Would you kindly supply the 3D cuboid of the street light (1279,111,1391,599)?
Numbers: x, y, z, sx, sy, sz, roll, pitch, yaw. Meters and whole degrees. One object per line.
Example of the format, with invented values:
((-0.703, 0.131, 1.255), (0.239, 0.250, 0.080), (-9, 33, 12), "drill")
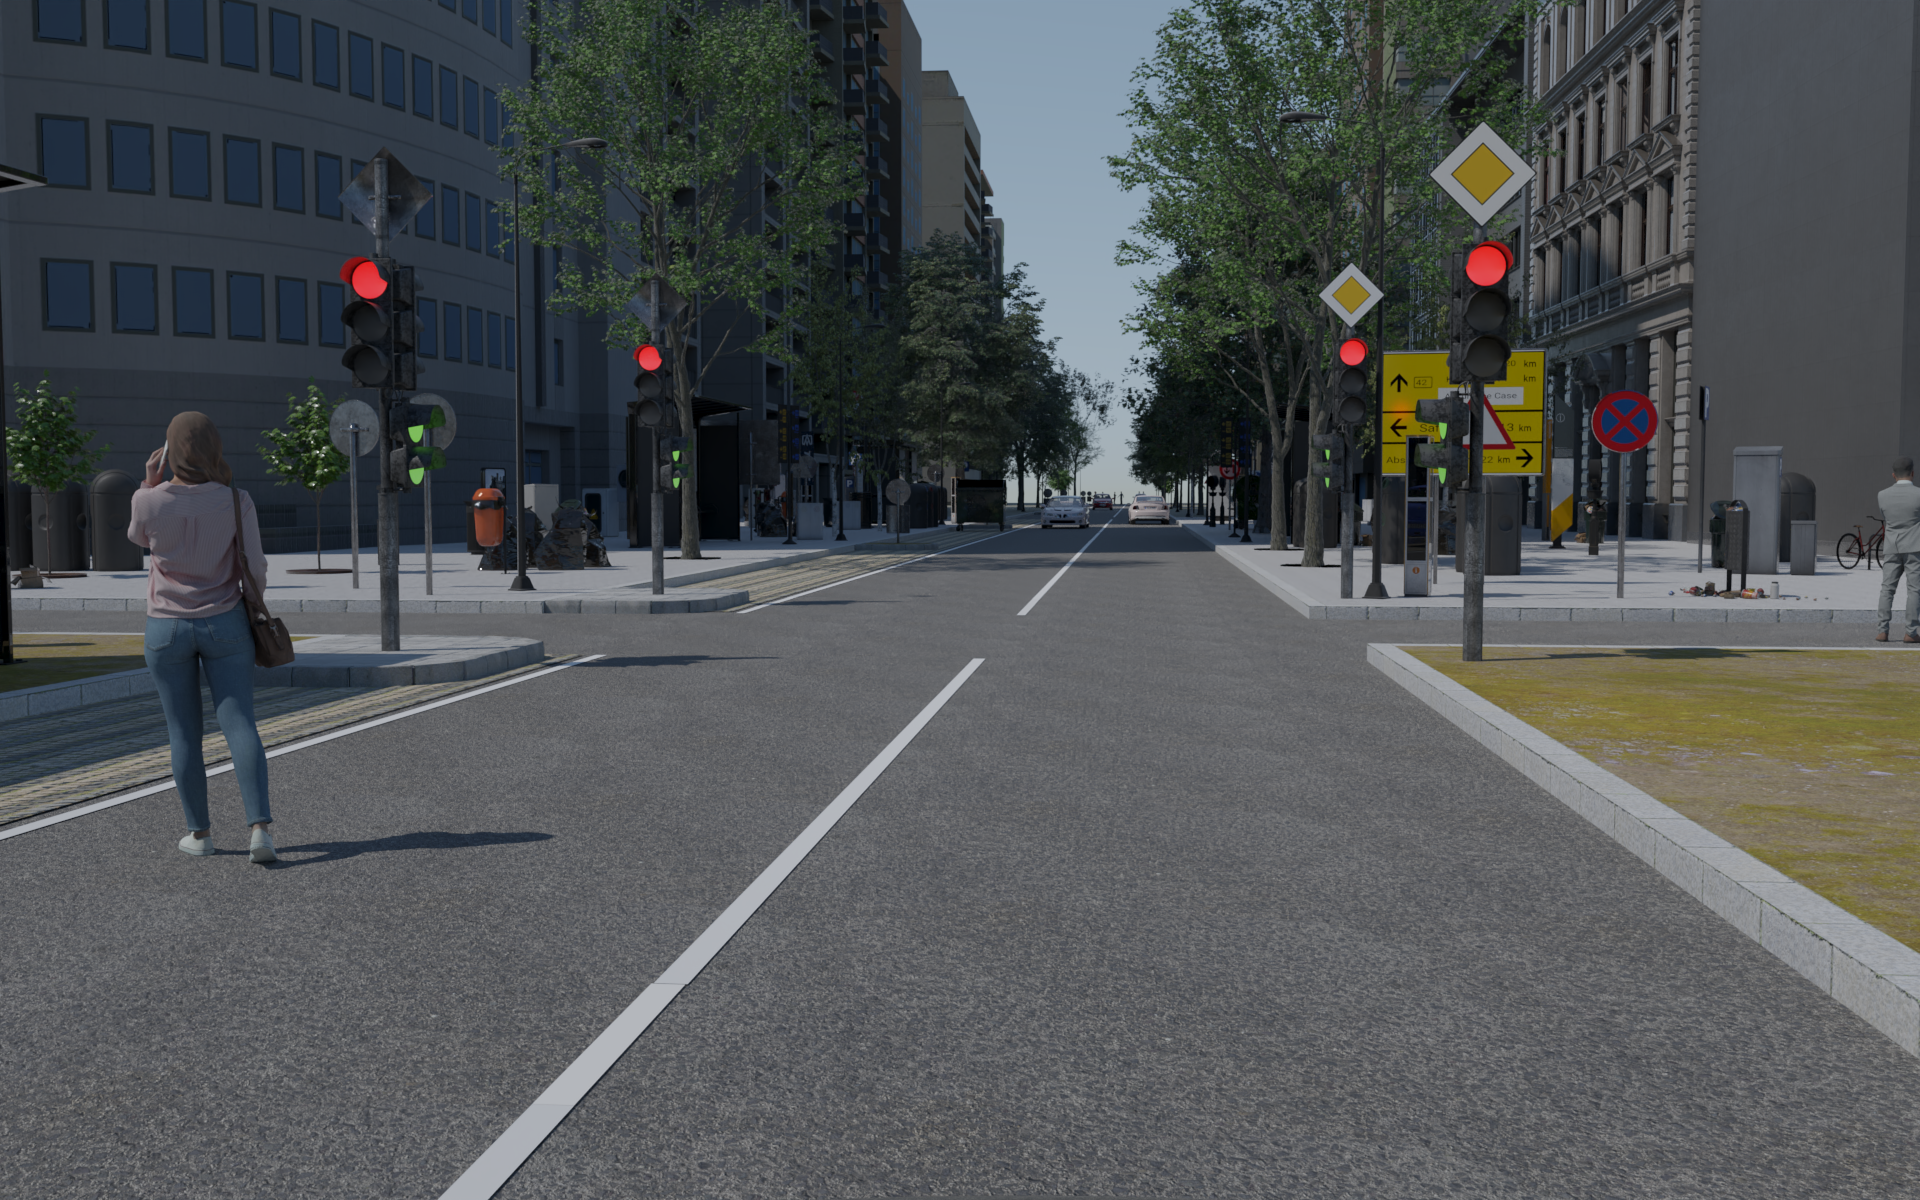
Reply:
((4.578, -2.974, 21.161), (1.470, 5.913, 1.316), (0, 4, 6), "street light")

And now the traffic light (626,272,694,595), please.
((-3.838, -2.024, 22.007), (0.839, 4.253, 0.868), (0, 4, 6), "traffic light")

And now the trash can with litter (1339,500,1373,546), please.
((9.898, -1.920, 42.782), (1.055, 1.170, 0.624), (3, 5, 41), "trash can with litter")

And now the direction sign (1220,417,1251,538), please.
((8.133, -3.621, 51.195), (0.876, 3.537, 0.379), (0, 4, 3), "direction sign")

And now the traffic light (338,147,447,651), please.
((-4.645, -1.538, 14.063), (0.839, 4.253, 0.868), (0, 4, 6), "traffic light")

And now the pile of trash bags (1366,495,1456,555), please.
((9.879, -1.706, 37.649), (1.912, 1.369, 3.447), (0, 4, 6), "pile of trash bags")

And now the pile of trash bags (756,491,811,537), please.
((-5.302, -2.650, 53.086), (1.912, 1.369, 3.447), (0, 4, -7), "pile of trash bags")

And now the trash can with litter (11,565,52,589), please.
((-12.961, -0.740, 23.494), (1.055, 1.170, 0.624), (-3, 4, -39), "trash can with litter")

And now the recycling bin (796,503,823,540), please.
((-4.242, -2.217, 48.810), (0.722, 1.027, 0.722), (-1, 4, -9), "recycling bin")

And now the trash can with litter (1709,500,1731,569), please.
((13.344, -1.128, 29.832), (0.624, 1.170, 1.055), (0, 4, 1), "trash can with litter")

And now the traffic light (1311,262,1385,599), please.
((4.731, -1.972, 21.156), (0.839, 4.253, 0.868), (0, 4, 6), "traffic light")

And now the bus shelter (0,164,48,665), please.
((-7.925, -1.144, 9.995), (1.731, 3.624, 6.357), (0, 4, 6), "bus shelter")

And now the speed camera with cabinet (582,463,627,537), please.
((-10.304, -3.497, 51.515), (2.038, 3.252, 0.660), (2, 4, 30), "speed camera with cabinet")

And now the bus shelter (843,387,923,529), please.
((-3.049, -5.506, 67.648), (2.179, 5.291, 8.768), (0, 4, 6), "bus shelter")

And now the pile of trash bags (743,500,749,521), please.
((-9.099, -4.064, 76.199), (3.447, 1.369, 1.912), (1, 4, 20), "pile of trash bags")

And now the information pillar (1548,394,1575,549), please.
((14.087, -3.007, 40.518), (0.504, 3.616, 0.183), (0, 4, -1), "information pillar")

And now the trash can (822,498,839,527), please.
((-4.980, -3.387, 67.038), (0.748, 1.137, 0.748), (0, 3, 0), "trash can")

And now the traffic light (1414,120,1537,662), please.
((3.924, -1.486, 13.212), (0.839, 4.253, 0.868), (0, 4, 6), "traffic light")

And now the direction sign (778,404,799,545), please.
((-4.350, -3.185, 44.066), (0.379, 3.537, 0.876), (2, 4, 30), "direction sign")

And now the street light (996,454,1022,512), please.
((2.669, -7.793, 99.964), (1.470, 5.913, 1.316), (0, 4, 6), "street light")

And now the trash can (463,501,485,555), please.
((-10.137, -1.532, 36.696), (0.748, 1.137, 0.748), (0, 3, 0), "trash can")

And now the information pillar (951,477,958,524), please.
((-0.172, -4.312, 74.988), (0.304, 2.012, 0.304), (-3, 4, -38), "information pillar")

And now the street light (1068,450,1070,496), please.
((10.826, -12.767, 181.282), (1.470, 5.913, 1.316), (0, 4, 6), "street light")

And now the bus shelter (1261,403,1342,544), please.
((9.350, -3.443, 47.581), (1.731, 3.624, 6.357), (0, 4, 6), "bus shelter")

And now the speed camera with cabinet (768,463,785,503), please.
((-8.925, -5.293, 80.882), (0.660, 3.252, 2.038), (-3, 4, -37), "speed camera with cabinet")

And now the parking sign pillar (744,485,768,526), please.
((-7.985, -4.977, 69.852), (1.447, 3.967, 1.447), (-1, 4, -10), "parking sign pillar")

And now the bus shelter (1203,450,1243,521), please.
((12.181, -5.224, 79.335), (2.014, 3.302, 5.546), (0, 4, 6), "bus shelter")

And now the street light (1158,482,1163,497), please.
((14.910, -9.195, 122.881), (1.470, 5.913, 1.316), (0, 4, 6), "street light")

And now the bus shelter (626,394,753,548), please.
((-6.779, -3.225, 44.011), (1.731, 3.624, 6.357), (0, 4, 6), "bus shelter")

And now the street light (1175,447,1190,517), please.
((9.611, -6.022, 71.006), (1.470, 5.913, 1.316), (0, 4, 6), "street light")

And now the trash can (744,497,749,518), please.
((-10.908, -4.798, 90.096), (0.748, 1.137, 0.748), (0, 3, 0), "trash can")

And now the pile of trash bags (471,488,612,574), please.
((-7.274, -1.189, 29.191), (1.912, 1.369, 3.447), (1, 4, 10), "pile of trash bags")

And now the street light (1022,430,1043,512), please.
((5.115, -9.314, 124.823), (1.470, 5.913, 1.316), (0, 4, 6), "street light")

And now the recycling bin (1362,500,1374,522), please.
((18.928, -4.086, 79.353), (0.722, 1.027, 0.722), (-1, 4, -20), "recycling bin")

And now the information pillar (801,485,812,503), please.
((-5.762, -3.711, 65.163), (0.304, 2.012, 0.304), (2, 4, 31), "information pillar")

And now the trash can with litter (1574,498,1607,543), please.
((16.325, -2.055, 44.986), (0.624, 1.170, 1.055), (-1, 4, -11), "trash can with litter")

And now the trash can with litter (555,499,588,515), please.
((-8.534, -1.588, 37.350), (0.624, 1.170, 1.055), (1, 4, 23), "trash can with litter")

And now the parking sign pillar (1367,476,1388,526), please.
((17.362, -5.024, 70.615), (1.447, 3.967, 1.447), (2, 4, 34), "parking sign pillar")

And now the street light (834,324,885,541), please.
((-2.733, -4.580, 47.419), (1.470, 5.913, 1.316), (0, 4, 6), "street light")

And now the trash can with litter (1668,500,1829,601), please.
((9.801, -0.664, 21.908), (1.678, 1.210, 2.233), (0, 4, 5), "trash can with litter")

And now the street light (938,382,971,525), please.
((-0.223, -6.087, 72.066), (1.470, 5.913, 1.316), (0, 4, 6), "street light")

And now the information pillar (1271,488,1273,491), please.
((11.725, -3.673, 64.545), (0.304, 2.012, 0.304), (3, 4, 36), "information pillar")

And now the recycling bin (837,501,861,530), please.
((-4.044, -3.038, 62.227), (0.722, 1.027, 0.722), (-2, 4, -33), "recycling bin")

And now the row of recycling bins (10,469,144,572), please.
((-15.434, -1.343, 29.074), (3.534, 1.692, 1.069), (0, 4, 7), "row of recycling bins")

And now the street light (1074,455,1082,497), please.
((13.431, -14.263, 205.736), (1.470, 5.913, 1.316), (0, 4, 6), "street light")

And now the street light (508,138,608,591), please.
((-5.290, -3.075, 22.814), (1.470, 5.913, 1.316), (0, 4, 6), "street light")

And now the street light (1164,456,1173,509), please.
((12.428, -7.691, 98.293), (1.470, 5.913, 1.316), (0, 4, 6), "street light")

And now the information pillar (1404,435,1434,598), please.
((5.716, -1.045, 21.576), (0.304, 2.012, 0.304), (2, 4, 24), "information pillar")

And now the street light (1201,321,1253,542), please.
((7.076, -4.491, 45.962), (1.470, 5.913, 1.316), (0, 4, 6), "street light")

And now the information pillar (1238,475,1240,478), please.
((10.783, -3.760, 65.964), (0.304, 2.012, 0.304), (3, 4, 38), "information pillar")
